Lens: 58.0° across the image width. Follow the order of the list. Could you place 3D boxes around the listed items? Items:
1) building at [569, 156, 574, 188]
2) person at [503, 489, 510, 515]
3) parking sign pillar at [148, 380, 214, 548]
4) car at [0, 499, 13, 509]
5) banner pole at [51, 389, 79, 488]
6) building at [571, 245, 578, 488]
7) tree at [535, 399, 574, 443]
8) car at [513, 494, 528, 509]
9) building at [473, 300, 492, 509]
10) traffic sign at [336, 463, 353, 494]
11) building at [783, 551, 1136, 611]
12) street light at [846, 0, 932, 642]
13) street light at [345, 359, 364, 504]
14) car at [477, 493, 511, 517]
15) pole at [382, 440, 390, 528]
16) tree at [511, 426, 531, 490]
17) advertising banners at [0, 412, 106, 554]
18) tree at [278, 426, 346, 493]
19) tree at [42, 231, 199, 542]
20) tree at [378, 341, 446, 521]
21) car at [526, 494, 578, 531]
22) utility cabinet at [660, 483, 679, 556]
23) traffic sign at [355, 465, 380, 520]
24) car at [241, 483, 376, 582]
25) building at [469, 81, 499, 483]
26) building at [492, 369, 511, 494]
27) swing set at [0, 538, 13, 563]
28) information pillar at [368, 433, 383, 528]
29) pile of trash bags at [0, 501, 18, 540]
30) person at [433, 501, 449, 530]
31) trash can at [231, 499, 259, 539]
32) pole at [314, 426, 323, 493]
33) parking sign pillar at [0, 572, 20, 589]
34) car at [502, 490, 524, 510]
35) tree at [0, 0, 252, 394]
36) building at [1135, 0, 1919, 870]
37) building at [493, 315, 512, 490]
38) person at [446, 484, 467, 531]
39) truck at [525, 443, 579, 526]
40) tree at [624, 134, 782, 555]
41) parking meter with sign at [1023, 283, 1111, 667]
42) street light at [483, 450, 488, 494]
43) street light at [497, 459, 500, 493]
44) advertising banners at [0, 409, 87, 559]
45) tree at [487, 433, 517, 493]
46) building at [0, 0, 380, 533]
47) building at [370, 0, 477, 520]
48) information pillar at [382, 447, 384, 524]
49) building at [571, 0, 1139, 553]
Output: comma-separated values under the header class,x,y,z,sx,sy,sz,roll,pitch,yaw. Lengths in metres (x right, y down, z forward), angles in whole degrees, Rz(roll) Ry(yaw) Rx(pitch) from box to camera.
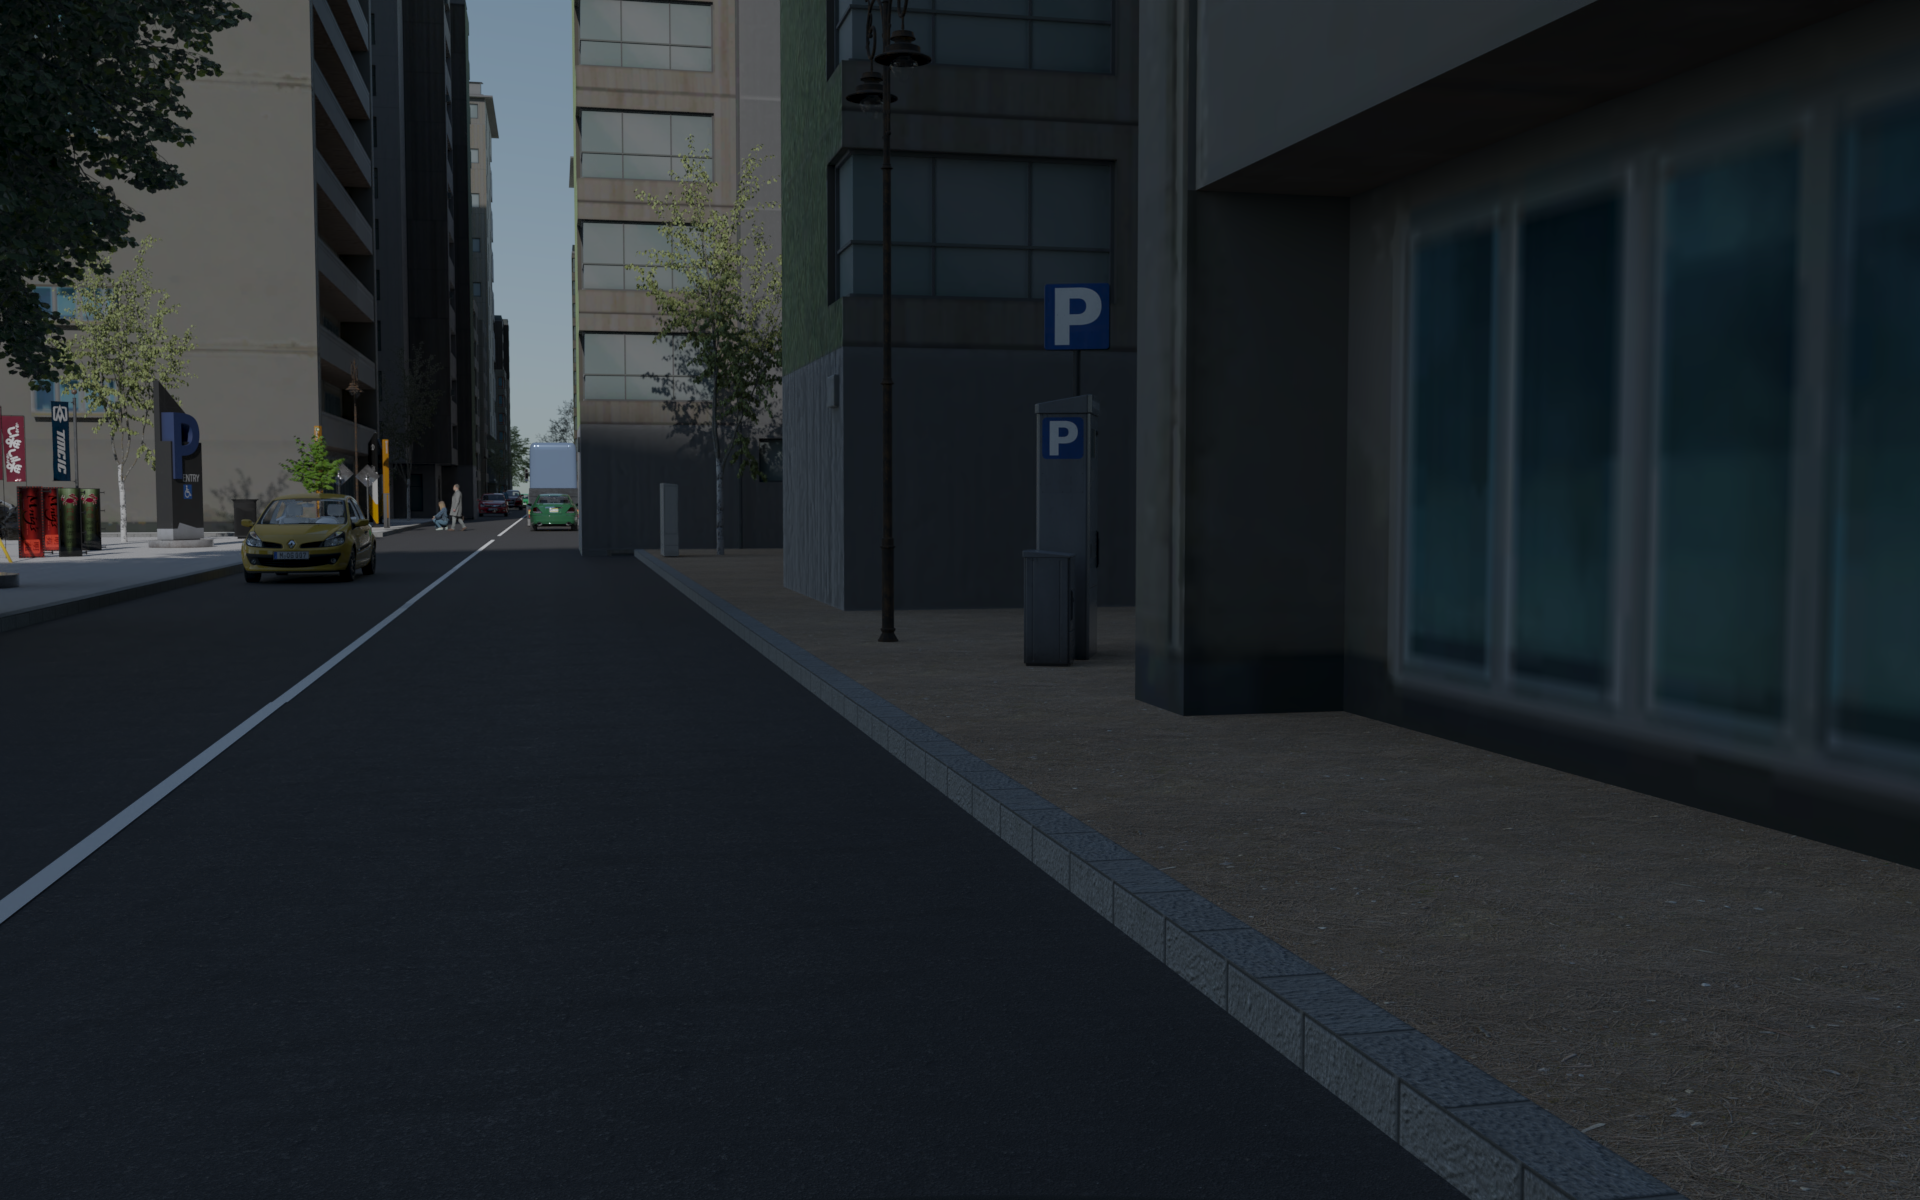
class,x,y,z,sx,sy,sz,roll,pitch,yaw
building,-44.791,-41.353,265.356,28.713,52.752,27.495,-1,4,-13
person,-29.945,-6.458,114.434,0.444,1.785,0.601,0,4,6
parking sign pillar,-18.801,-3.255,41.696,1.447,3.967,1.447,0,4,8
car,-29.975,-2.623,53.111,3.980,1.641,2.015,-1,4,-11
banner pole,-21.256,-3.135,41.267,0.401,3.779,0.863,2,4,25
building,-38.231,-26.385,203.090,14.160,30.474,14.107,-1,4,-13
tree,-48.175,-18.778,217.393,12.009,13.543,11.850,0,3,0
car,-42.693,-9.803,169.075,1.959,1.807,4.718,-1,4,-15
building,-59.453,-19.471,163.390,27.650,21.520,28.899,-1,4,-13
traffic sign,-18.440,-2.927,51.495,0.795,2.450,0.064,-1,4,-13
building,4.002,-20.941,25.982,14.154,41.232,14.086,-1,4,-13
street light,-0.626,-2.575,14.895,0.468,5.910,1.993,-1,4,-13
street light,-20.735,-5.302,59.470,0.468,5.910,1.993,-1,4,-13
car,-29.844,-6.223,110.781,2.155,1.783,4.494,-1,4,-14
pole,-21.468,-4.340,64.795,0.158,3.312,0.155,0,3,0
tree,-74.415,-22.582,287.343,7.486,12.596,7.792,0,3,0
advertising banners,-20.358,-2.610,38.857,2.074,3.025,0.090,-2,4,-29
tree,-18.322,-3.360,49.538,1.663,3.219,1.824,0,3,0
tree,-22.208,-5.834,45.751,4.737,8.622,4.395,0,3,0
tree,-26.760,-8.125,83.211,4.360,8.622,3.978,0,3,0
car,-15.997,-3.452,68.233,2.131,1.459,4.920,-1,4,-13
utility cabinet,-5.967,-1.647,35.610,0.318,1.500,1.173,-1,4,-13
traffic sign,-20.263,-3.402,59.270,0.795,2.450,0.064,-1,4,-13
car,-11.020,-1.175,29.431,2.015,1.641,3.980,-1,4,-11
building,-74.176,-38.763,223.007,28.713,52.752,27.495,-1,4,-13
building,-79.912,-24.862,251.525,27.650,21.520,28.899,-1,4,-13
swing set,-19.021,-2.036,30.911,2.862,2.851,3.119,0,4,-6
information pillar,-22.435,-4.579,66.218,0.504,3.616,0.183,3,4,39
pile of trash bags,-27.578,-2.315,47.609,3.447,1.369,1.912,-3,5,-42
person,-20.795,-3.370,69.093,0.738,1.151,1.012,0,4,-2
trash can,-20.452,-2.319,49.565,0.748,1.137,0.748,0,3,0
pole,-19.194,-3.549,51.866,0.158,3.312,0.155,0,3,0
parking sign pillar,-13.690,-2.148,23.584,1.447,3.967,1.447,-2,4,-32
car,-40.442,-9.013,156.032,2.281,1.827,5.304,-1,4,-13
tree,-11.018,-6.704,16.271,9.857,13.997,8.962,0,3,0
building,13.857,-23.111,1.569,21.300,48.544,21.600,-1,4,-13
building,-78.452,-30.699,273.635,14.160,30.474,14.107,-1,4,-13
person,-19.478,-3.571,66.981,0.767,1.812,0.694,-1,4,-10
truck,-19.925,-5.822,84.955,2.967,4.110,18.799,-1,4,-13
tree,-4.829,-5.259,36.351,4.737,8.622,4.395,0,3,0
parking meter with sign,0.823,-1.061,13.617,0.543,3.016,1.738,1,4,10
street light,-47.156,-12.192,172.124,0.468,5.910,1.993,-1,4,-13
street light,-57.271,-14.828,215.219,0.468,5.910,1.993,-1,4,-13
advertising banners,-18.617,-2.356,34.705,0.090,3.025,2.074,3,5,40
tree,-55.290,-15.740,207.717,4.360,8.622,3.978,0,3,0
building,-34.516,-27.008,65.278,21.300,48.544,21.600,-1,4,-13
building,-33.620,-19.623,92.542,14.160,30.474,14.107,-1,4,-13
information pillar,-24.520,-5.014,73.333,0.183,3.616,0.504,-3,4,-36
building,-3.436,-22.220,46.884,14.154,41.232,14.086,-1,4,-13
